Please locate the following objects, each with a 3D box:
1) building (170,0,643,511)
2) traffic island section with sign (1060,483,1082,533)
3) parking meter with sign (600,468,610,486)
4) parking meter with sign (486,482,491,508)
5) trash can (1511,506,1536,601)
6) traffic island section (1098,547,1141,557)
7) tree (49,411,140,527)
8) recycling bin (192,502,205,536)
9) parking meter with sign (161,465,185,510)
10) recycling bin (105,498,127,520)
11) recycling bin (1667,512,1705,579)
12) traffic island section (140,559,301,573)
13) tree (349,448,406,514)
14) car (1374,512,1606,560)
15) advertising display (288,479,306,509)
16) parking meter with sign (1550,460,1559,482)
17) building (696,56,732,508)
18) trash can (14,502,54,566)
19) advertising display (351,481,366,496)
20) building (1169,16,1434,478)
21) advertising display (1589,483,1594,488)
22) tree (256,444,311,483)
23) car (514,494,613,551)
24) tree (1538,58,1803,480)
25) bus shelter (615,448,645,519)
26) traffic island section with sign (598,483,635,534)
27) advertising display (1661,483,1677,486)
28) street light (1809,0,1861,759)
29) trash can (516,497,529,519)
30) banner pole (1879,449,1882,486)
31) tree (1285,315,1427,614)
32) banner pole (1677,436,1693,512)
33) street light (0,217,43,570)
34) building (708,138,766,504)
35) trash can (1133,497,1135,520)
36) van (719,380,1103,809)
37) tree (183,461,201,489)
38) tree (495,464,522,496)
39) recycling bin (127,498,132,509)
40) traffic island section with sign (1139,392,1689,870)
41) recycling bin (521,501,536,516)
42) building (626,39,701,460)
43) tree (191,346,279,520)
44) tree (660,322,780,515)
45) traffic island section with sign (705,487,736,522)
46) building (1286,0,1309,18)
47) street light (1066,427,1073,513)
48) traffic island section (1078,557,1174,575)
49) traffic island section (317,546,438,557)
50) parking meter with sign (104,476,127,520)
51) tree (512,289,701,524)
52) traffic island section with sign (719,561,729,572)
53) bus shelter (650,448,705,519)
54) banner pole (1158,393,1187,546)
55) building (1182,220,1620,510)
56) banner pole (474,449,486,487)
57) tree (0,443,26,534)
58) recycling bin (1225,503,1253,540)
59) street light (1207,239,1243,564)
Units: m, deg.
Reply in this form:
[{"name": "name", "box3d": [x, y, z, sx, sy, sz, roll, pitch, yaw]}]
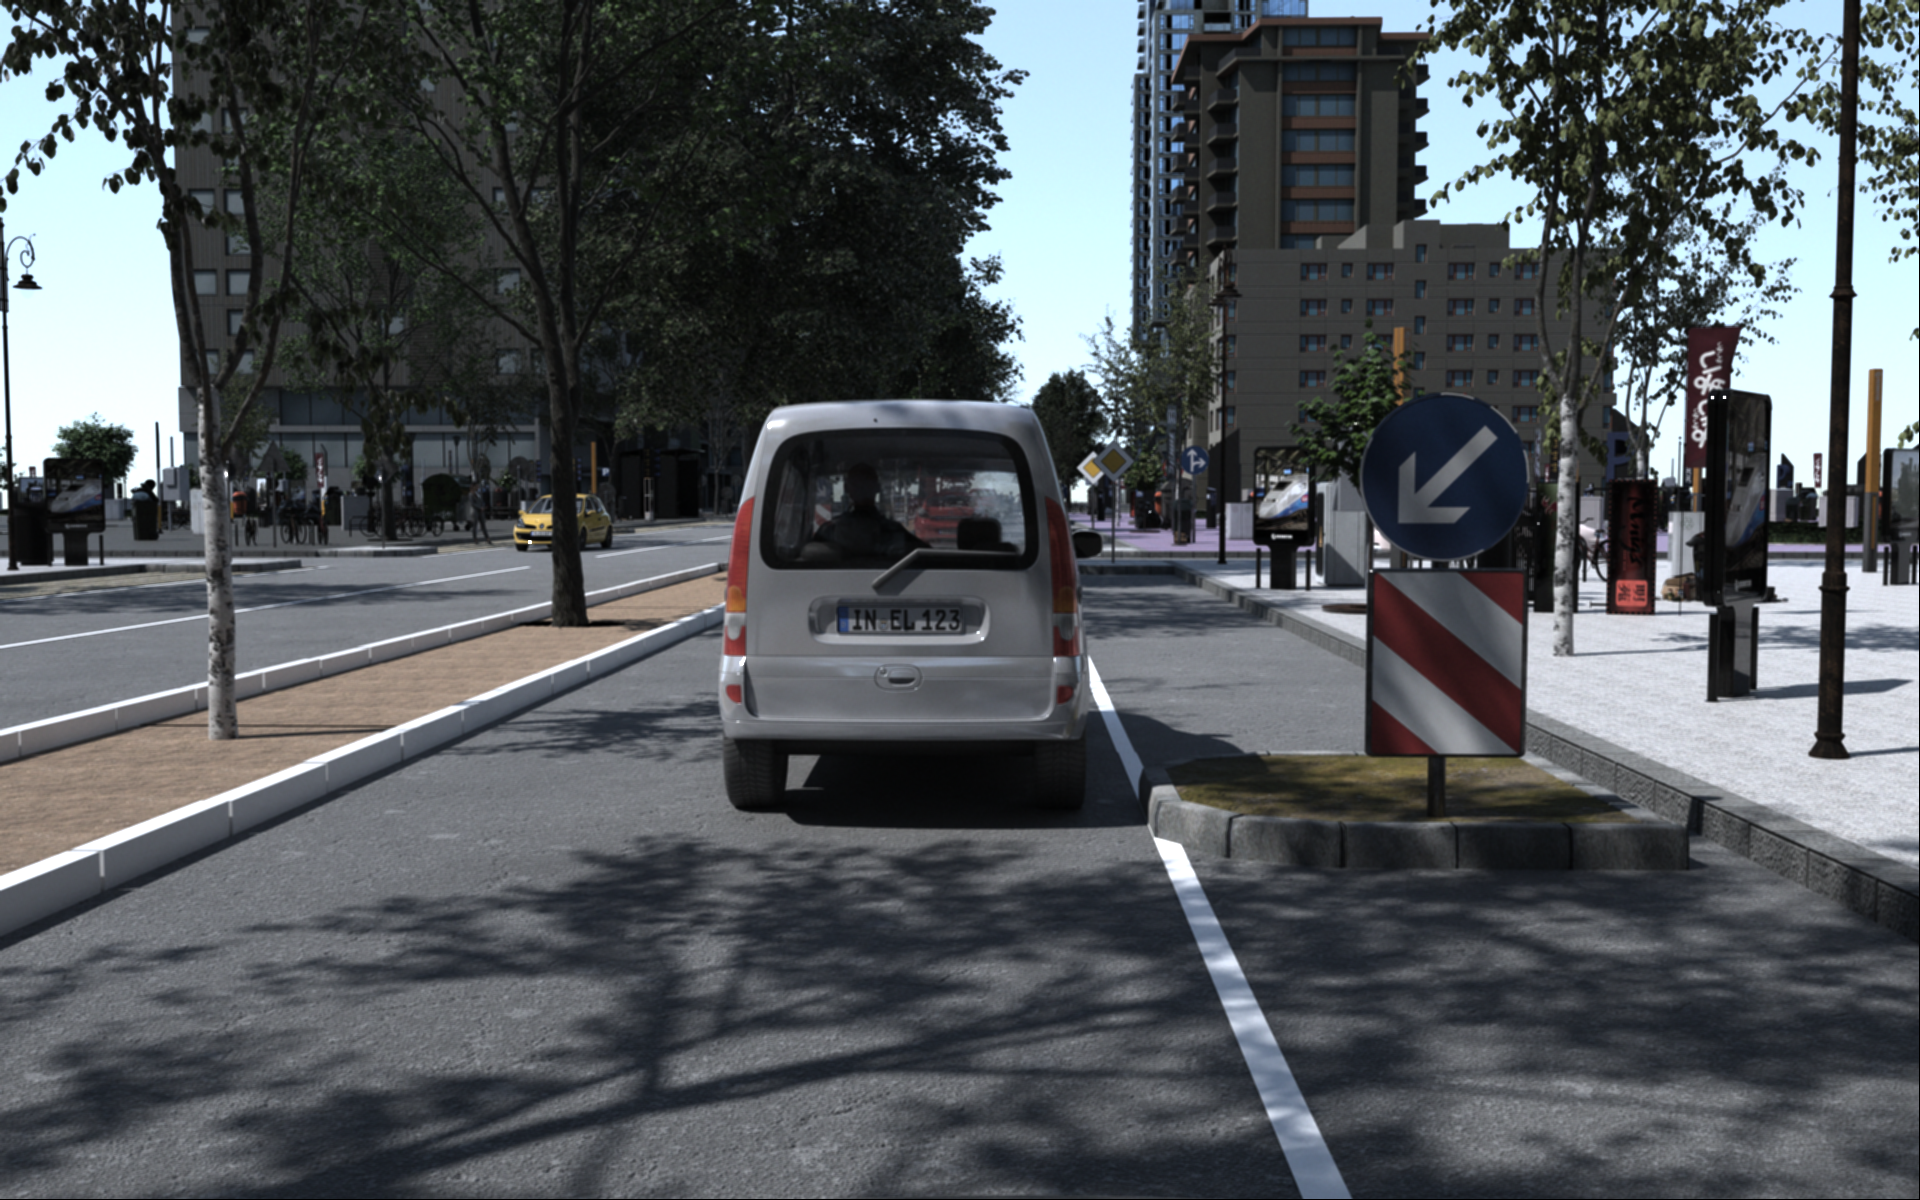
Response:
[{"name": "building", "box3d": [-39.460, -33.053, 129.662, 28.713, 52.752, 27.495, 0, 4, 2]}, {"name": "traffic island section with sign", "box3d": [3.437, -3.298, 62.553, 1.989, 1.847, 2.006, 0, 4, 2]}, {"name": "parking meter with sign", "box3d": [-23.504, -7.217, 114.252, 0.543, 3.016, 1.738, 0, 4, -1]}, {"name": "parking meter with sign", "box3d": [-29.295, -6.758, 106.753, 0.543, 3.016, 1.738, -2, 4, -30]}, {"name": "trash can", "box3d": [6.797, -0.572, 21.004, 0.748, 1.137, 0.748, 0, 3, 0]}, {"name": "traffic island section", "box3d": [3.109, -1.098, 40.230, 2.009, 0.180, 2.903, 0, 4, 2]}, {"name": "tree", "box3d": [-34.219, -5.186, 68.497, 4.285, 4.588, 4.351, 0, 3, 0]}, {"name": "recycling bin", "box3d": [-23.301, -2.521, 53.781, 0.722, 1.027, 0.722, 2, 4, 27]}, {"name": "parking meter with sign", "box3d": [-47.149, -6.542, 103.218, 1.738, 3.016, 0.543, 0, 4, -3]}, {"name": "recycling bin", "box3d": [-41.231, -4.396, 84.430, 0.722, 1.027, 0.722, -1, 4, -9]}, {"name": "recycling bin", "box3d": [10.394, -0.725, 24.409, 0.722, 1.027, 0.722, 1, 4, 17]}, {"name": "traffic island section", "box3d": [-13.813, -0.640, 32.747, 2.009, 0.180, 2.903, 0, 4, 2]}, {"name": "tree", "box3d": [-36.473, -7.614, 108.209, 4.285, 4.588, 4.351, 0, 3, 0]}, {"name": "car", "box3d": [10.771, -1.422, 35.615, 4.827, 1.381, 2.083, 0, 4, 2]}, {"name": "advertising display", "box3d": [-29.460, -4.391, 76.999, 0.123, 1.923, 0.974, 1, 4, 19]}, {"name": "parking meter with sign", "box3d": [30.480, -5.654, 88.701, 0.543, 3.016, 1.738, 1, 4, 13]}, {"name": "building", "box3d": [-33.273, -44.637, 168.069, 20.563, 71.187, 20.611, 0, 4, 2]}, {"name": "trash can", "box3d": [-16.718, -1.199, 31.265, 0.748, 1.137, 0.748, 0, 3, 0]}, {"name": "advertising display", "box3d": [-29.992, -4.967, 86.417, 0.974, 1.923, 0.123, 2, 4, 34]}, {"name": "building", "box3d": [31.537, -31.198, 164.705, 22.147, 44.769, 28.867, 0, 4, 2]}, {"name": "advertising display", "box3d": [37.211, -5.926, 102.100, 0.123, 1.923, 0.974, 1, 4, 12]}, {"name": "tree", "box3d": [-44.152, -7.912, 113.082, 4.285, 4.588, 4.351, 0, 3, 0]}, {"name": "car", "box3d": [-10.223, -2.109, 44.700, 2.015, 1.641, 3.980, 0, 4, 3]}, {"name": "tree", "box3d": [12.106, -4.875, 30.065, 4.360, 8.622, 3.978, 0, 3, 0]}, {"name": "bus shelter", "box3d": [-16.651, -6.112, 91.214, 1.731, 3.624, 6.357, 0, 4, 2]}, {"name": "traffic island section with sign", "box3d": [-12.918, -3.325, 62.999, 1.989, 1.847, 2.006, 0, 4, 2]}, {"name": "advertising display", "box3d": [42.362, -6.011, 103.497, 0.123, 1.923, 0.974, -3, 4, -36]}, {"name": "street light", "box3d": [4.244, -2.171, 8.280, 0.468, 5.910, 1.993, 0, 4, 2]}, {"name": "trash can", "box3d": [-18.281, -3.741, 72.822, 0.748, 1.137, 0.748, 0, 3, 0]}, {"name": "banner pole", "box3d": [50.940, -6.480, 95.961, 0.401, 3.779, 0.863, 1, 4, 19]}, {"name": "tree", "box3d": [4.352, -1.485, 18.889, 1.663, 3.219, 1.824, 0, 3, 0]}, {"name": "banner pole", "box3d": [31.399, -5.201, 75.050, 0.863, 3.779, 0.401, 3, 4, 36]}, {"name": "street light", "box3d": [-15.982, -3.441, 29.052, 0.468, 5.910, 1.993, 0, 4, 2]}, {"name": "building", "box3d": [-33.093, -37.076, 225.797, 23.786, 49.044, 30.456, 0, 4, 2]}, {"name": "trash can", "box3d": [8.395, -4.204, 80.385, 0.748, 1.137, 0.748, 0, 3, 0]}, {"name": "van", "box3d": [-0.209, -0.138, 9.269, 2.013, 2.044, 4.112, 0, 4, 1]}, {"name": "tree", "box3d": [-43.885, -6.373, 98.792, 1.663, 3.219, 1.824, 0, 3, 0]}, {"name": "tree", "box3d": [-28.594, -7.057, 109.976, 1.663, 3.219, 1.824, 0, 3, 0]}, {"name": "recycling bin", "box3d": [-47.994, -5.327, 99.658, 0.722, 1.027, 0.722, 2, 4, 30]}, {"name": "traffic island section with sign", "box3d": [1.814, 0.065, 7.563, 1.989, 1.847, 2.006, 0, 4, 2]}, {"name": "recycling bin", "box3d": [-15.892, -3.159, 64.199, 0.722, 1.027, 0.722, -2, 4, -32]}, {"name": "building", "box3d": [-30.898, -28.582, 150.914, 14.154, 41.232, 14.086, 0, 4, 2]}, {"name": "tree", "box3d": [-35.644, -8.280, 85.743, 4.737, 8.622, 4.395, 0, 3, 0]}, {"name": "tree", "box3d": [-14.774, -11.948, 105.722, 12.009, 13.543, 11.850, 0, 3, 0]}, {"name": "traffic island section with sign", "box3d": [-12.119, -4.973, 89.942, 1.989, 1.847, 2.006, 0, 4, 2]}, {"name": "building", "box3d": [33.292, -55.779, 224.658, 22.319, 86.520, 31.000, 0, 4, 2]}, {"name": "street light", "box3d": [7.551, -8.978, 119.584, 0.468, 5.910, 1.993, 0, 4, 2]}, {"name": "traffic island section", "box3d": [2.871, -0.610, 32.248, 2.009, 0.180, 2.903, 0, 4, 2]}, {"name": "traffic island section", "box3d": [-13.575, -1.128, 40.728, 2.009, 0.180, 2.903, 0, 4, 2]}, {"name": "parking meter with sign", "box3d": [-42.393, -5.491, 86.043, 1.738, 3.016, 0.543, -2, 4, -29]}, {"name": "tree", "box3d": [-15.047, -8.528, 73.846, 8.767, 10.594, 7.601, 0, 4, -7]}, {"name": "traffic island section with sign", "box3d": [-3.426, -1.501, 32.673, 2.006, 1.907, 1.989, 0, 4, 2]}, {"name": "bus shelter", "box3d": [-14.839, -6.121, 91.361, 1.731, 3.624, 6.357, 0, 4, 2]}, {"name": "banner pole", "box3d": [5.318, -3.232, 42.861, 0.401, 3.779, 0.863, 3, 4, 39]}, {"name": "building", "box3d": [32.847, -17.828, 136.534, 27.650, 21.520, 28.899, 0, 4, 2]}, {"name": "banner pole", "box3d": [-26.513, -6.459, 95.623, 0.863, 3.779, 0.401, 1, 4, 18]}, {"name": "tree", "box3d": [-30.973, -3.705, 55.178, 1.663, 3.219, 1.824, 0, 3, 0]}, {"name": "recycling bin", "box3d": [7.875, -2.214, 48.753, 0.722, 1.027, 0.722, 0, 4, 1]}, {"name": "street light", "box3d": [4.826, -3.604, 31.712, 0.468, 5.910, 1.993, 0, 4, 2]}]
